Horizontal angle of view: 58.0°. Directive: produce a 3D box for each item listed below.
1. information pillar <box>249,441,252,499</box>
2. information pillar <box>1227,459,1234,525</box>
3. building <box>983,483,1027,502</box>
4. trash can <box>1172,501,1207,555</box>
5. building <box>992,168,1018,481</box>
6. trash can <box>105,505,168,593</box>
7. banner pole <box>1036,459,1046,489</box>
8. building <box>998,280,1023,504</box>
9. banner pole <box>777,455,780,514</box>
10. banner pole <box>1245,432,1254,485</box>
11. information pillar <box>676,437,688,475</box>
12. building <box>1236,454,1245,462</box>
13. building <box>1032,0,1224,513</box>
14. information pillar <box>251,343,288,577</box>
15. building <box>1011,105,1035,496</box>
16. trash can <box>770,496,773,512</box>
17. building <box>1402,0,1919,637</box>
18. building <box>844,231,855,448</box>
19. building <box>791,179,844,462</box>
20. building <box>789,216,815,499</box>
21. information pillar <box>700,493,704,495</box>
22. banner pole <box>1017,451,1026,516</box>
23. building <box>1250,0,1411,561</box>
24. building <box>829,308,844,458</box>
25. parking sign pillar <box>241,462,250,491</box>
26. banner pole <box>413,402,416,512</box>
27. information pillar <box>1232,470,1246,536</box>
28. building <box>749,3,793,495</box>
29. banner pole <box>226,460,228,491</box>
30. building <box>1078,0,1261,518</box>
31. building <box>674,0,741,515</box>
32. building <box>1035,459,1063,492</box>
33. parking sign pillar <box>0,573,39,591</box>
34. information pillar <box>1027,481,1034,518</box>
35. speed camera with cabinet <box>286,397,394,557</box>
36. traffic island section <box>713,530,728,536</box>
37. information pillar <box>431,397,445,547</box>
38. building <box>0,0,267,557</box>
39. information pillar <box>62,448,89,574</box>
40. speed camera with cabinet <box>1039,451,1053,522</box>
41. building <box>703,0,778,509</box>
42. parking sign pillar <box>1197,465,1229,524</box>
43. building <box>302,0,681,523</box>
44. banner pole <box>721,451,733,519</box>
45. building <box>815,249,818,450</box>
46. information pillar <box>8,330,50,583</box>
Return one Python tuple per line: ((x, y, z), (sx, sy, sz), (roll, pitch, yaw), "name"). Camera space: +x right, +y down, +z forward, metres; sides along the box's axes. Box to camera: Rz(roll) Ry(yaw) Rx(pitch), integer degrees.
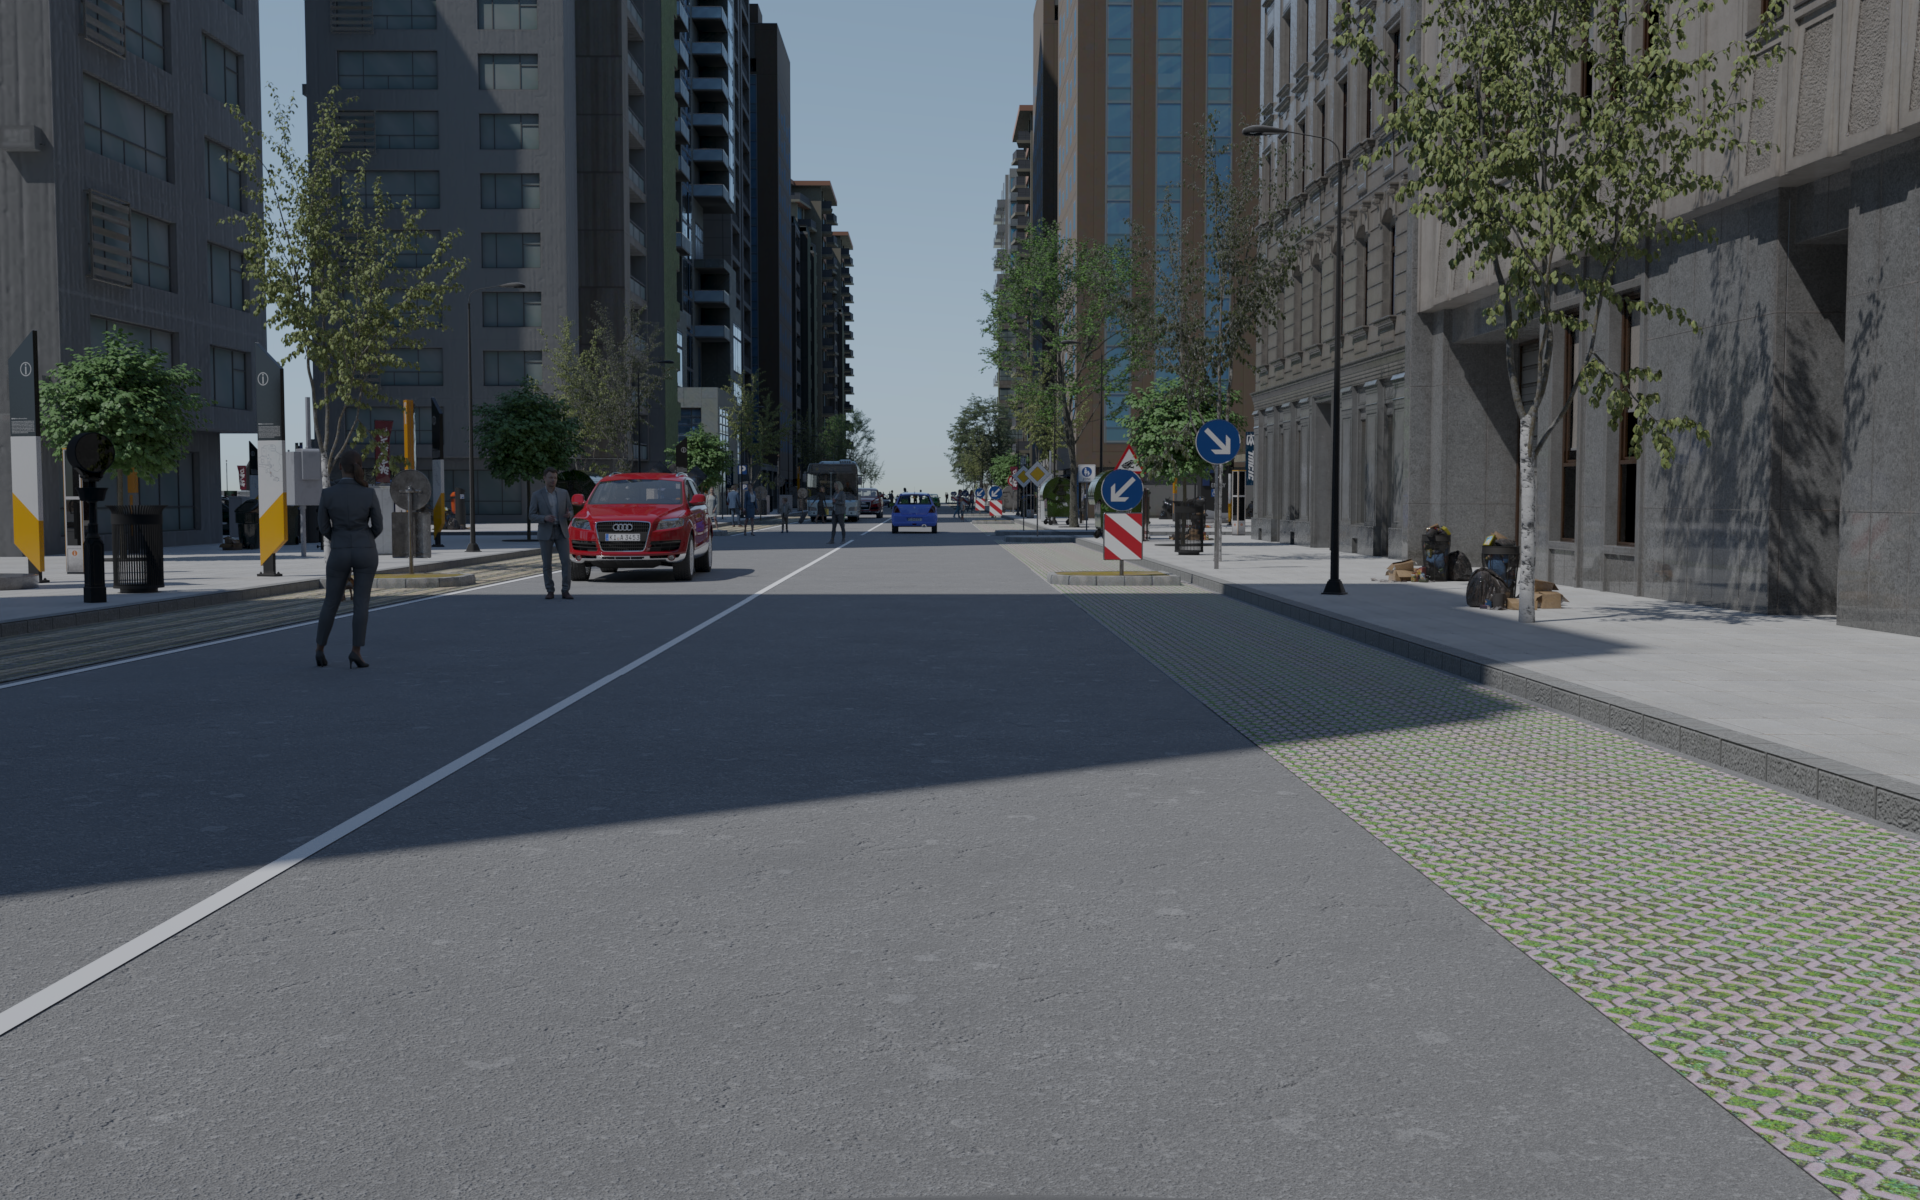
((-31.109, -5.198, 76.347), (0.183, 3.616, 0.504), (2, 4, 25), "information pillar")
((11.088, -4.861, 70.832), (0.183, 3.616, 0.504), (2, 4, 26), "information pillar")
((19.889, -36.139, 282.751), (32.217, 40.220, 23.993), (0, 4, -1), "building")
((4.820, -1.516, 36.435), (0.748, 1.137, 0.748), (0, 3, 0), "trash can")
((16.217, -38.839, 254.622), (23.786, 49.044, 30.456), (0, 4, -1), "building")
((-10.715, -0.668, 22.574), (0.748, 1.137, 0.748), (0, 3, 0), "trash can")
((5.375, -7.581, 113.966), (0.863, 3.779, 0.401), (0, 4, 3), "banner pole")
((12.021, -28.175, 232.358), (14.160, 30.474, 14.107), (0, 4, -1), "building")
((-11.518, -7.330, 109.860), (0.401, 3.779, 0.863), (0, 4, 2), "banner pole")
((10.358, -4.334, 60.877), (0.863, 3.779, 0.401), (3, 5, 43), "banner pole")
((-11.249, -4.819, 70.140), (0.504, 3.616, 0.183), (0, 4, -8), "information pillar")
((26.689, -25.553, 72.409), (28.867, 44.769, 22.147), (0, 4, -1), "building")
((13.434, -30.350, 146.325), (14.600, 45.320, 14.200), (0, 4, -1), "building")
((-10.667, -2.169, 26.820), (0.504, 3.616, 0.183), (1, 4, 20), "information pillar")
((17.001, -32.947, 193.306), (22.147, 44.769, 28.867), (0, 4, -1), "building")
((-13.559, -6.792, 122.699), (0.748, 1.137, 0.748), (0, 3, 0), "trash can")
((14.122, -12.393, 20.650), (12.078, 24.808, 19.932), (0, 4, -1), "building")
((-28.451, -38.214, 279.426), (22.147, 44.769, 28.867), (0, 4, -1), "building")
((-27.994, -35.533, 235.584), (22.147, 44.769, 28.867), (0, 4, -1), "building")
((-22.815, -24.877, 178.442), (14.160, 30.474, 14.107), (0, 4, -1), "building")
((-14.504, -6.429, 96.476), (0.504, 3.616, 0.183), (-2, 4, -31), "information pillar")
((3.526, -6.715, 99.799), (0.863, 3.779, 0.401), (3, 5, 43), "banner pole")
((13.098, -11.661, 39.816), (9.793, 20.994, 18.267), (0, 4, -1), "building")
((-24.637, -29.766, 258.368), (14.160, 30.474, 14.107), (0, 4, -1), "building")
((-53.684, -8.678, 130.356), (1.447, 3.967, 1.447), (0, 4, -2), "parking sign pillar")
((-14.827, -3.491, 47.095), (0.401, 3.779, 0.863), (-1, 4, -22), "banner pole")
((8.608, -2.995, 53.458), (0.304, 2.012, 0.304), (-2, 4, -28), "information pillar")
((-23.342, -31.368, 162.979), (14.600, 45.320, 14.200), (0, 4, -1), "building")
((-53.819, -8.389, 127.177), (0.401, 3.779, 0.863), (-1, 4, -23), "banner pole")
((12.872, -27.318, 96.766), (14.600, 45.320, 14.200), (0, 4, -1), "building")
((-26.006, -49.226, 117.523), (22.319, 86.520, 31.000), (0, 4, -1), "building")
((16.175, -41.782, 121.387), (20.563, 71.187, 20.611), (0, 4, -1), "building")
((-13.280, -2.131, 23.315), (1.447, 3.967, 1.447), (-2, 4, -26), "parking sign pillar")
((3.747, -5.365, 92.205), (0.304, 2.012, 0.304), (3, 4, 38), "information pillar")
((-12.865, -2.545, 35.941), (2.038, 3.252, 0.660), (-3, 4, -38), "speed camera with cabinet")
((-9.198, -2.326, 60.317), (2.009, 0.180, 2.903), (0, 4, -1), "traffic island section")
((-12.609, -3.087, 41.835), (0.183, 3.616, 0.504), (-3, 5, -40), "information pillar")
((-25.171, -21.841, 40.700), (14.086, 41.232, 14.154), (0, 4, -1), "building")
((-14.129, -1.423, 27.762), (0.304, 2.012, 0.304), (0, 4, 4), "information pillar")
((4.007, -5.244, 80.071), (0.660, 3.252, 2.038), (0, 4, 4), "speed camera with cabinet")
((-26.032, -43.205, 144.661), (20.563, 71.187, 20.611), (0, 4, -1), "building")
((11.079, -5.344, 75.842), (1.447, 3.967, 1.447), (-1, 4, -15), "parking sign pillar")
((-21.194, -24.291, 80.751), (14.154, 41.232, 14.086), (0, 4, -1), "building")
((-11.902, -6.007, 88.235), (0.863, 3.779, 0.401), (1, 4, 18), "banner pole")
((-23.335, -25.738, 192.517), (14.160, 30.474, 14.107), (0, 4, -1), "building")
((-13.416, -2.052, 24.905), (0.504, 3.616, 0.183), (1, 4, 19), "information pillar")
